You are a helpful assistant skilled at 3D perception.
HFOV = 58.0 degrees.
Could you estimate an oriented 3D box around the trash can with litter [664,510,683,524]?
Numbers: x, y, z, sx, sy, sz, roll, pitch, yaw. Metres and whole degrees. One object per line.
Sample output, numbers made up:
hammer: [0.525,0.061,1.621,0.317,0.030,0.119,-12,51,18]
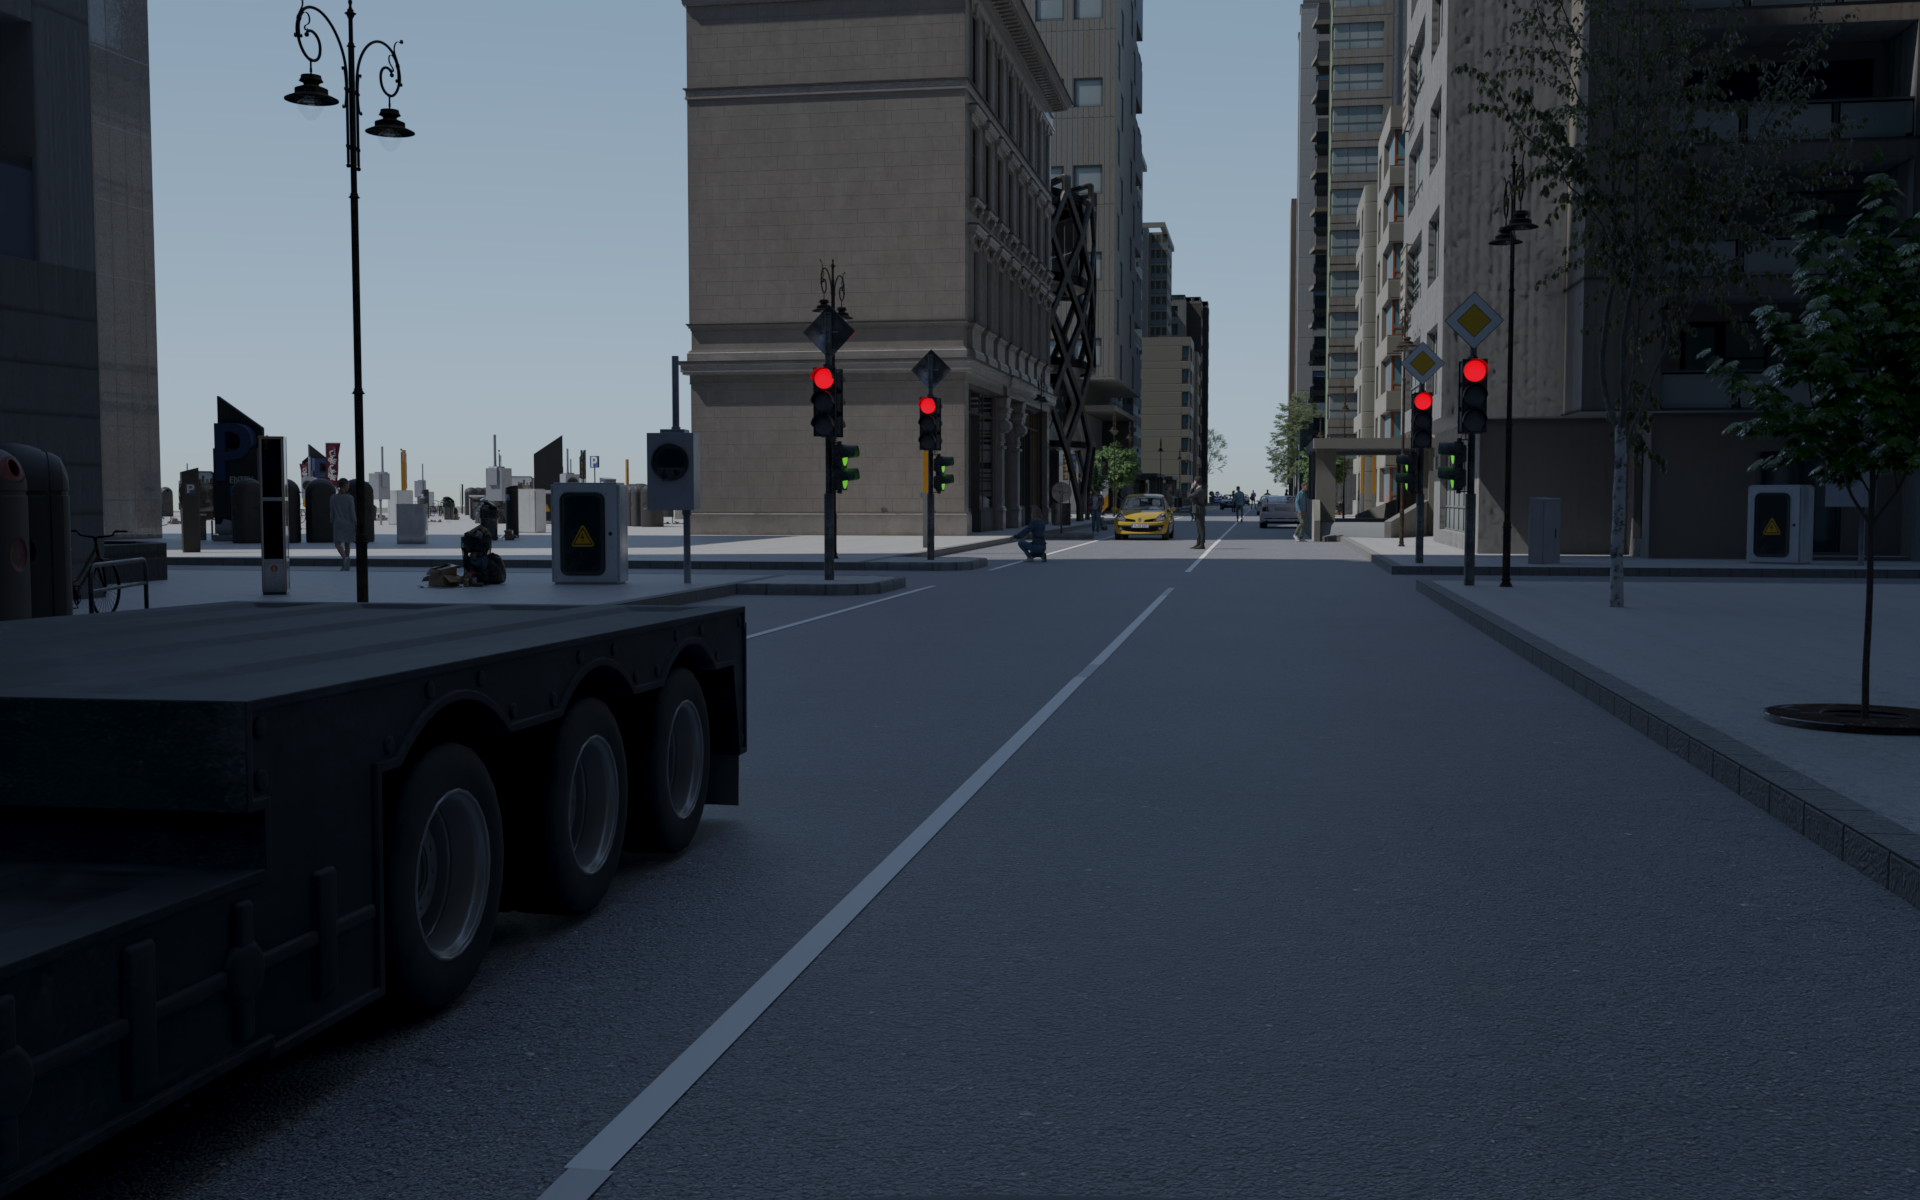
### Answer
trash can with litter: [-12.123,-3.821,73.525,2.233,1.210,1.678,1,4,15]

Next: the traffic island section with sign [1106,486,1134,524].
traffic island section with sign: [8.012,-4.523,82.571,1.989,1.847,2.006,1,4,10]

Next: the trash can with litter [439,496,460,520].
trash can with litter: [-25.269,-4.555,85.855,0.624,1.170,1.055,1,4,15]

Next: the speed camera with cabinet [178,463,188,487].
speed camera with cabinet: [-49.743,-7.188,111.854,0.660,3.252,2.038,0,4,1]

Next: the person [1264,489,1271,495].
person: [25.079,-8.112,141.217,1.350,1.814,0.705,2,4,24]

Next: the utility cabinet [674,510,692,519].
utility cabinet: [-13.871,-4.826,87.587,1.173,1.500,0.318,-1,4,-21]

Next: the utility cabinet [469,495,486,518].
utility cabinet: [-26.114,-5.061,93.907,1.020,1.237,0.306,1,4,23]

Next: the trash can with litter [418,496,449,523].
trash can with litter: [-24.101,-4.118,78.393,2.233,1.210,1.678,2,4,26]

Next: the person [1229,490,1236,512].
person: [21.648,-7.787,136.534,1.217,1.743,0.721,-2,4,-35]

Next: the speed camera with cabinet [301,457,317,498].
speed camera with cabinet: [-35.115,-5.947,91.565,2.038,3.252,0.660,0,4,-4]

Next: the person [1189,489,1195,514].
person: [16.682,-7.019,123.397,0.705,1.807,1.348,2,4,29]

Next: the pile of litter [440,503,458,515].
pile of litter: [-32.045,-5.771,108.322,1.176,0.858,1.719,1,4,20]

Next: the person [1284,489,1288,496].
person: [23.899,-7.216,126.619,0.705,1.807,1.348,1,4,22]

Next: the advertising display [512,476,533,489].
advertising display: [-15.723,-3.474,62.011,0.123,1.923,0.974,3,5,40]

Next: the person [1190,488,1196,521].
person: [12.489,-5.029,91.209,0.782,1.767,0.515,-1,4,-11]

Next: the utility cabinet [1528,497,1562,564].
utility cabinet: [10.811,-1.275,32.001,0.306,1.237,1.020,3,4,36]

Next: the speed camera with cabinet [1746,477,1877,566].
speed camera with cabinet: [15.443,-2.268,31.418,0.660,3.252,2.038,-3,5,-42]

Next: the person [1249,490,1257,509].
person: [28.522,-9.802,168.629,0.709,1.838,0.599,-1,4,-11]

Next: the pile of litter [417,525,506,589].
pile of litter: [-7.031,-0.632,24.295,1.176,0.858,1.719,2,4,24]

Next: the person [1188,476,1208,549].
person: [6.177,-2.276,45.070,0.474,1.900,0.648,1,4,17]

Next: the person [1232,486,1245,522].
person: [14.144,-4.862,87.861,0.638,1.841,0.748,0,4,8]

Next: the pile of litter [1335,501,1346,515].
pile of litter: [22.894,-5.605,105.604,1.176,0.858,1.719,0,4,6]

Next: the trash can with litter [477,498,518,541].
trash can with litter: [-12.816,-2.239,48.001,1.055,1.170,0.624,-2,4,-23]

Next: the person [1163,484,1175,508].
person: [6.969,-2.977,57.719,0.362,1.759,0.519,-1,4,-17]

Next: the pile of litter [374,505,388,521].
pile of litter: [-28.156,-4.269,83.757,1.176,0.858,1.719,1,4,9]

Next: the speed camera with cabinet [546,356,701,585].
speed camera with cabinet: [-4.765,-1.857,24.692,2.038,3.252,0.660,0,4,2]

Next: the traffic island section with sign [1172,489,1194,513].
traffic island section with sign: [16.693,-7.539,131.885,1.989,1.847,2.006,1,4,10]

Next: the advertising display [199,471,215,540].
advertising display: [-21.075,-2.616,47.978,0.123,1.923,0.974,2,4,24]

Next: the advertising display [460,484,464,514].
advertising display: [-32.291,-6.546,112.246,0.123,1.923,0.974,-1,4,-22]

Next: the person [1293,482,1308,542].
person: [10.203,-2.625,51.765,0.601,1.785,0.444,-3,5,-39]

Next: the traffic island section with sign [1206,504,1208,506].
traffic island section with sign: [21.371,-9.162,158.433,1.989,1.847,2.006,1,4,10]

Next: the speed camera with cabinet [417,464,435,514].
speed camera with cabinet: [-35.099,-7.286,113.455,0.660,3.252,2.038,0,4,4]

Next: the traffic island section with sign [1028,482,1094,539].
traffic island section with sign: [3.283,-2.881,55.729,1.989,1.847,2.006,1,4,10]

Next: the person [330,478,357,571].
person: [-11.278,-1.377,31.763,0.466,1.731,0.760,-3,4,-36]

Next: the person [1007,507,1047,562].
person: [1.452,-1.383,36.610,1.012,1.151,0.738,-3,5,-43]

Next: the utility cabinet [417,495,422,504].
utility cabinet: [-32.032,-5.605,102.808,0.306,1.237,1.020,-1,4,-12]

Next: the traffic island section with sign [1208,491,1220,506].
traffic island section with sign: [31.100,-12.540,213.653,1.989,1.847,2.006,1,4,10]

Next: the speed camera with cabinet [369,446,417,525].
speed camera with cabinet: [-23.807,-4.779,72.474,0.660,3.252,2.038,2,4,24]

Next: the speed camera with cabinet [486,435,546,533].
speed camera with cabinet: [-14.751,-3.864,57.515,2.038,3.252,0.660,2,4,24]

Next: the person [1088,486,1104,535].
person: [4.781,-3.144,60.735,0.563,1.720,0.643,1,4,20]

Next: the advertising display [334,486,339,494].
advertising display: [-29.034,-4.597,80.371,0.123,1.923,0.974,0,4,-2]

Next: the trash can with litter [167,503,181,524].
trash can with litter: [-33.134,-3.811,73.703,0.624,1.170,1.055,3,4,36]
